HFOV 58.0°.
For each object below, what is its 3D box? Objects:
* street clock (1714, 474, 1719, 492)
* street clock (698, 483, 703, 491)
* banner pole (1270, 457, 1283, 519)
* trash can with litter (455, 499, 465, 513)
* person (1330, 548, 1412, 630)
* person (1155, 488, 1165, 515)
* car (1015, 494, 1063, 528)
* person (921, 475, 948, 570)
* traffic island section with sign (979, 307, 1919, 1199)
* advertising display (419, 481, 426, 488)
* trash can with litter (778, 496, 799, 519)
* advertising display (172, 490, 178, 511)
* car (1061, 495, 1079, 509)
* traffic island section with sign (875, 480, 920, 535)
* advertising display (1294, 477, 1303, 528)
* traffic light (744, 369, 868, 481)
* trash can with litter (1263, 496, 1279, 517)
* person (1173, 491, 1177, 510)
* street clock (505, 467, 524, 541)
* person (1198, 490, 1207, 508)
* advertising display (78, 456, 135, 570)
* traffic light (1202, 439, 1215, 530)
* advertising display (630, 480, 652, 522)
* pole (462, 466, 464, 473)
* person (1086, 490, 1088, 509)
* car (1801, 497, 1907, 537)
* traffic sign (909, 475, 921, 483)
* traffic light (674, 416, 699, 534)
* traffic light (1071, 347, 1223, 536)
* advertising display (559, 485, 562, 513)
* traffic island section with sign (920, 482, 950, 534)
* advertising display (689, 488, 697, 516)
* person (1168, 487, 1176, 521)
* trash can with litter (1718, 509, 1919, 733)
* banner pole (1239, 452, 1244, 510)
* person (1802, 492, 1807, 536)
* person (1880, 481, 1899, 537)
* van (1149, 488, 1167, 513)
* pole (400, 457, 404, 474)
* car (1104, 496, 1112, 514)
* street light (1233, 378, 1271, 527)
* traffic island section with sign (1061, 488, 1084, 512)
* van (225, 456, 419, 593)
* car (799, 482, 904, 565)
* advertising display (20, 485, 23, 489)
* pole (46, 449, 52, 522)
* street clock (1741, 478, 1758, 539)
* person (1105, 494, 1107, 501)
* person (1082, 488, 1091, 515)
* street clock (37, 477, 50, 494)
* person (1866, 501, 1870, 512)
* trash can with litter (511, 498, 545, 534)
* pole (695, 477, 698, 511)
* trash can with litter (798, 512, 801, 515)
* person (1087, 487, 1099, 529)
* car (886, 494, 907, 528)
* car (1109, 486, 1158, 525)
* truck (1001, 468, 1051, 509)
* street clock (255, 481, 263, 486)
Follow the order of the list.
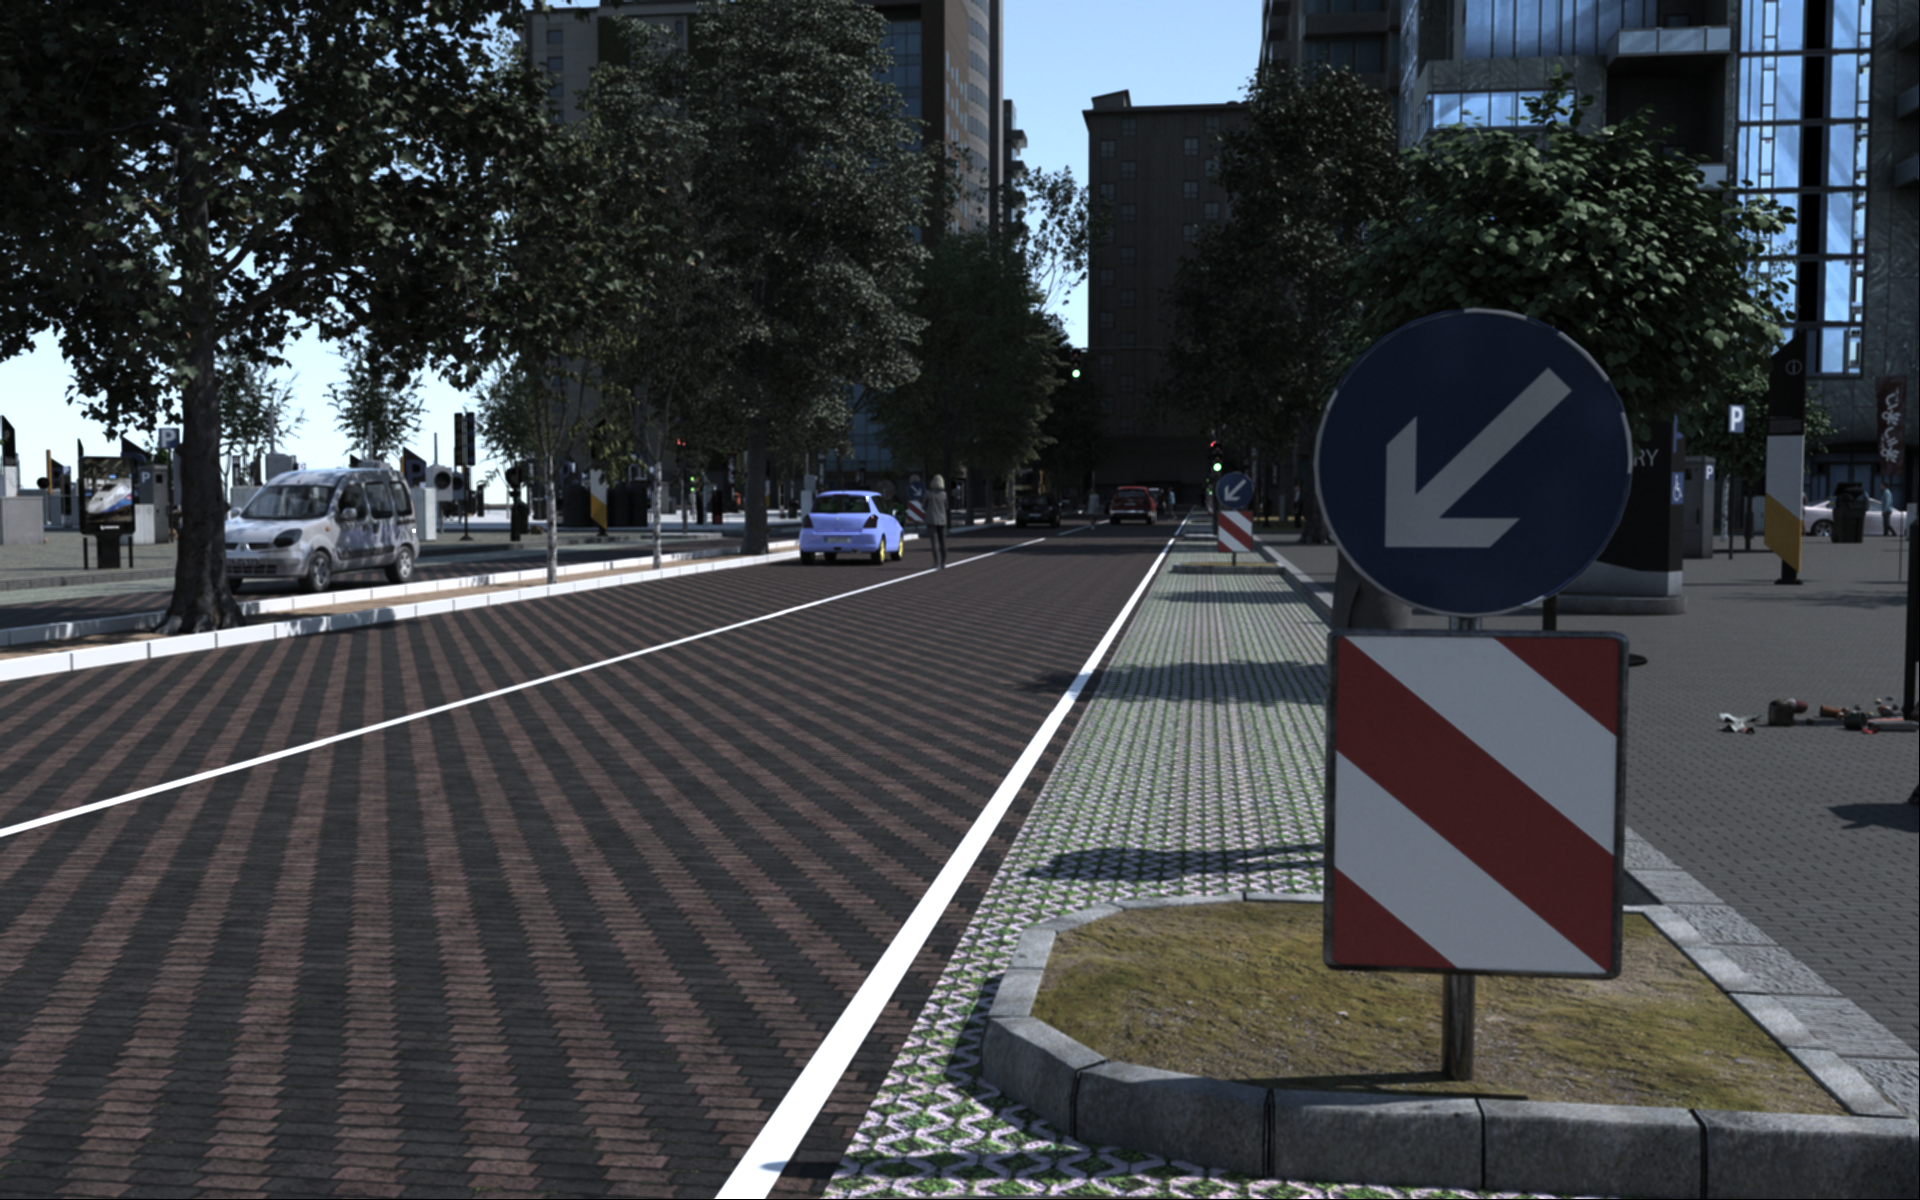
[{"bbox_3d":[18.749,-2.380,43.477,0.471,2.002,0.358,-1,4,-9],"label":"street clock"},{"bbox_3d":[-17.347,-6.797,115.701,0.358,2.002,0.471,-2,4,-28],"label":"street clock"},{"bbox_3d":[16.523,-6.117,90.038,0.863,3.779,0.401,1,4,14],"label":"banner pole"},{"bbox_3d":[-30.690,-5.862,107.227,0.624,1.170,1.055,2,4,34],"label":"trash can with litter"},{"bbox_3d":[1.663,0.095,6.745,0.447,1.846,0.655,0,4,1],"label":"person"},{"bbox_3d":[13.813,-6.802,119.625,0.656,1.842,0.836,0,4,-6],"label":"person"},{"bbox_3d":[3.355,-3.936,74.141,2.009,1.686,4.222,0,4,7],"label":"car"},{"bbox_3d":[-0.499,-1.491,33.058,0.537,1.800,0.526,-1,4,-17],"label":"person"},{"bbox_3d":[1.094,0.253,4.493,1.989,1.847,2.006,0,4,8],"label":"traffic island section with sign"},{"bbox_3d":[-26.566,-4.978,86.611,0.974,1.923,0.123,0,4,2],"label":"advertising display"},{"bbox_3d":[-8.990,-4.847,90.635,1.055,1.170,0.624,-1,4,-16],"label":"trash can with litter"},{"bbox_3d":[-50.131,-6.446,110.608,0.123,1.923,0.974,0,4,-6],"label":"advertising display"},{"bbox_3d":[10.852,-9.798,172.771,1.945,1.354,3.894,1,4,9],"label":"car"},{"bbox_3d":[-2.507,-2.880,55.217,2.006,1.907,1.989,0,4,8],"label":"traffic island section with sign"},{"bbox_3d":[12.770,-3.682,65.419,0.123,1.923,0.974,0,4,-2],"label":"advertising display"},{"bbox_3d":[-5.655,-5.426,63.383,4.771,5.953,1.251,0,4,8],"label":"traffic light"},{"bbox_3d":[17.763,-5.337,98.648,1.055,1.170,0.624,1,4,13],"label":"trash can with litter"},{"bbox_3d":[19.838,-9.222,160.206,0.541,1.710,0.530,-2,4,-35],"label":"person"},{"bbox_3d":[-12.114,-2.604,47.141,0.358,2.002,0.471,3,4,37],"label":"street clock"},{"bbox_3d":[23.291,-9.641,165.757,1.348,1.869,0.705,3,4,38],"label":"person"},{"bbox_3d":[-14.619,-1.498,29.699,0.123,1.923,0.974,2,4,29],"label":"advertising display"},{"bbox_3d":[9.012,-4.428,61.317,0.839,4.253,0.868,0,4,8],"label":"traffic light"},{"bbox_3d":[-14.698,-4.558,79.735,0.974,1.923,0.123,0,4,-8],"label":"advertising display"},{"bbox_3d":[-32.337,-7.277,112.822,0.158,3.312,0.155,0,3,0],"label":"pole"},{"bbox_3d":[12.245,-9.652,166.389,0.705,1.814,1.350,0,4,0],"label":"person"},{"bbox_3d":[28.320,-2.587,54.660,4.827,1.381,2.083,0,4,6],"label":"car"},{"bbox_3d":[-2.941,-6.881,112.616,0.768,2.556,0.104,1,4,15],"label":"traffic sign"},{"bbox_3d":[-8.846,-4.086,55.729,0.839,4.253,0.868,0,4,8],"label":"traffic light"},{"bbox_3d":[5.821,-4.825,53.558,4.771,5.953,1.251,0,4,8],"label":"traffic light"},{"bbox_3d":[-26.474,-6.806,116.484,0.974,1.923,0.123,0,4,-5],"label":"advertising display"},{"bbox_3d":[-1.470,-3.328,62.551,2.006,1.907,1.989,0,4,8],"label":"traffic island section with sign"},{"bbox_3d":[-15.935,-5.999,103.304,0.123,1.923,0.974,-2,4,-29],"label":"advertising display"},{"bbox_3d":[11.199,-5.057,91.526,0.444,1.785,0.601,2,4,32],"label":"person"},{"bbox_3d":[5.174,0.078,9.776,2.233,1.210,1.678,-1,4,-12],"label":"trash can with litter"},{"bbox_3d":[16.868,-6.904,102.905,0.863,3.779,0.401,0,4,4],"label":"banner pole"},{"bbox_3d":[25.962,-2.738,53.613,0.599,1.781,0.374,-1,4,-12],"label":"person"},{"bbox_3d":[28.389,-2.717,52.936,0.620,1.820,0.660,2,4,25],"label":"person"},{"bbox_3d":[14.623,-7.556,130.557,2.013,2.044,4.112,0,4,6],"label":"van"},{"bbox_3d":[-30.311,-6.134,94.140,0.158,3.312,0.155,0,3,0],"label":"pole"},{"bbox_3d":[11.463,-6.944,126.109,1.945,1.354,3.894,1,4,9],"label":"car"},{"bbox_3d":[11.438,-5.811,67.556,1.470,5.913,1.316,0,4,8],"label":"street light"},{"bbox_3d":[8.939,-7.880,136.968,2.006,1.907,1.989,0,4,8],"label":"traffic island section with sign"},{"bbox_3d":[-9.877,-1.192,26.495,2.013,2.044,4.112,1,4,9],"label":"van"},{"bbox_3d":[-2.219,-1.632,36.267,1.945,1.707,3.694,0,4,7],"label":"car"},{"bbox_3d":[-68.756,-7.420,126.528,0.123,1.923,0.974,0,4,5],"label":"advertising display"},{"bbox_3d":[-41.640,-5.221,79.207,0.158,3.312,0.155,0,3,0],"label":"pole"},{"bbox_3d":[22.740,-2.770,49.861,0.358,2.002,0.471,-3,5,-43],"label":"street clock"},{"bbox_3d":[15.069,-10.215,178.767,0.557,1.426,1.065,1,4,18],"label":"person"},{"bbox_3d":[8.727,-6.690,117.848,0.822,1.834,0.622,1,4,22],"label":"person"},{"bbox_3d":[-39.298,-4.264,74.283,0.471,2.002,0.358,-2,4,-35],"label":"street clock"},{"bbox_3d":[27.370,-2.693,52.871,0.623,1.781,0.721,-2,4,-33],"label":"person"},{"bbox_3d":[-13.771,-2.682,55.236,1.055,1.170,0.624,0,4,6],"label":"trash can with litter"},{"bbox_3d":[-20.249,-8.528,133.274,0.158,3.312,0.155,0,3,0],"label":"pole"},{"bbox_3d":[-8.856,-5.670,103.763,2.233,1.210,1.678,1,4,15],"label":"trash can with litter"},{"bbox_3d":[5.417,-3.752,70.592,0.466,1.731,0.760,0,4,-4],"label":"person"},{"bbox_3d":[-3.225,-3.597,67.603,1.959,1.807,4.718,0,4,8],"label":"car"},{"bbox_3d":[8.315,-4.554,83.131,2.281,1.827,5.304,1,4,9],"label":"car"},{"bbox_3d":[5.257,-8.391,133.111,3.469,3.379,9.791,1,4,9],"label":"truck"},{"bbox_3d":[-40.275,-5.810,99.570,0.358,2.002,0.471,1,4,9],"label":"street clock"}]
